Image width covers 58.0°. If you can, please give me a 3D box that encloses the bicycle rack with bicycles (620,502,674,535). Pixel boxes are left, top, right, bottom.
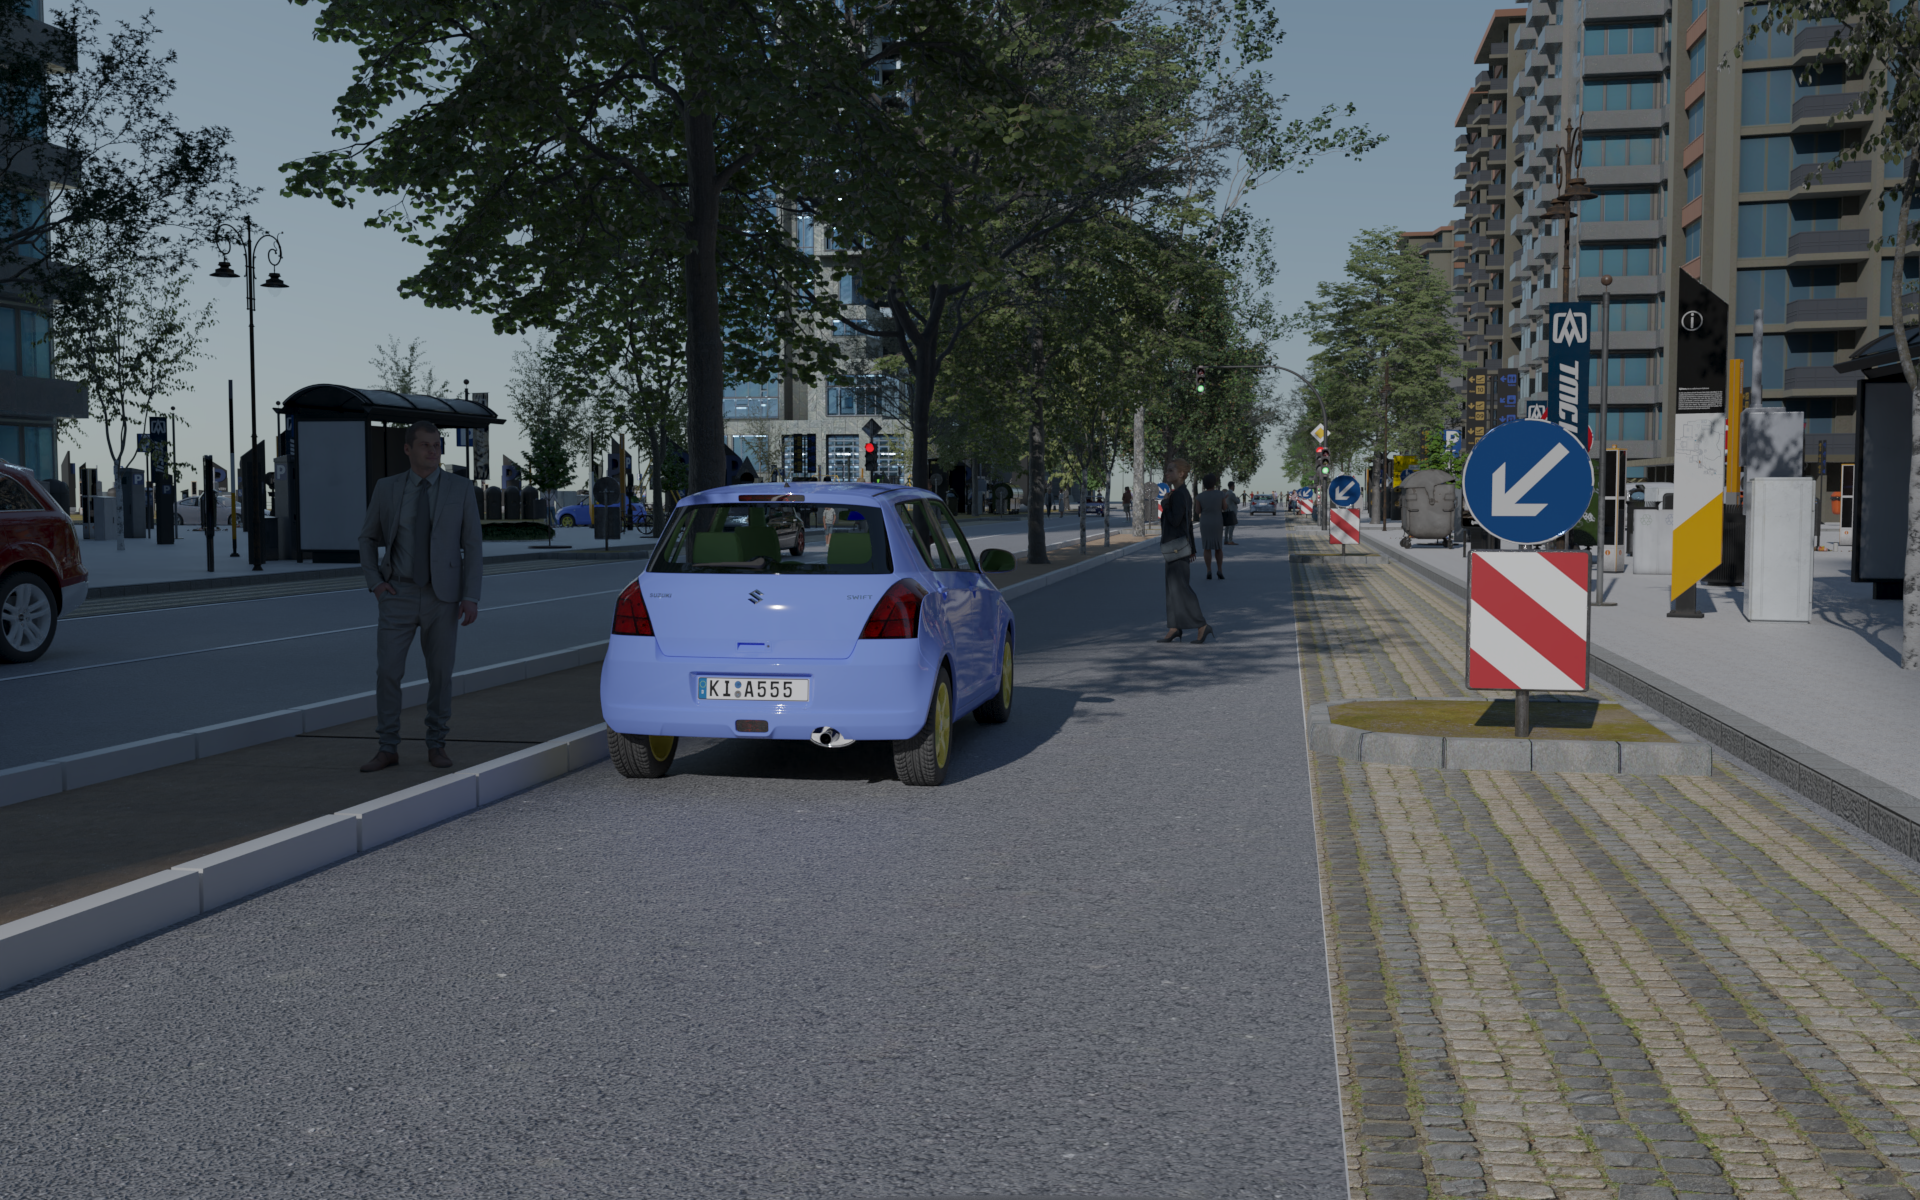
[{"bbox_3d":[-9.508,-2.580,55.567,2.925,0.926,2.852,1,4,14],"label":"bicycle rack with bicycles"}]

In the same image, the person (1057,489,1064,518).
[{"bbox_3d":[6.070,-5.872,105.077,0.524,1.755,0.480,2,4,26],"label":"person"}]

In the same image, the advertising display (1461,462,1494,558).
[{"bbox_3d":[10.363,-1.795,34.570,0.123,1.923,0.974,-1,4,-22],"label":"advertising display"}]

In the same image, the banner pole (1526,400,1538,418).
[{"bbox_3d":[13.681,-3.097,40.650,0.863,3.779,0.401,1,4,16],"label":"banner pole"}]

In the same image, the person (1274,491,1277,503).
[{"bbox_3d":[40.976,-13.277,225.442,0.709,1.838,0.599,-3,5,-40],"label":"person"}]

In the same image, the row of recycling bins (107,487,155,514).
[{"bbox_3d":[-50.187,-5.972,104.757,1.069,1.692,3.534,1,4,13],"label":"row of recycling bins"}]

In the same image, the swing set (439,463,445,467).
[{"bbox_3d":[-26.744,-5.401,85.922,2.862,2.851,3.119,2,4,27],"label":"swing set"}]

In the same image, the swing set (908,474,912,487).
[{"bbox_3d":[-3.110,-9.156,147.315,3.119,2.851,2.862,1,4,16],"label":"swing set"}]

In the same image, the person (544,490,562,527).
[{"bbox_3d":[-16.096,-3.637,68.639,0.598,1.740,0.731,3,5,43],"label":"person"}]

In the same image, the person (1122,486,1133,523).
[{"bbox_3d":[8.441,-4.824,87.352,0.573,1.828,0.580,0,4,4],"label":"person"}]

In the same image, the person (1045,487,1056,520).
[{"bbox_3d":[5.067,-5.410,97.130,0.709,1.800,0.728,-1,4,-14],"label":"person"}]

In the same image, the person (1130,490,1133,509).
[{"bbox_3d":[15.780,-9.314,160.654,0.709,1.838,0.599,0,4,-1],"label":"person"}]

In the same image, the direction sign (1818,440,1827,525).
[{"bbox_3d":[36.239,-4.945,72.854,0.379,3.537,0.876,0,4,8],"label":"direction sign"}]

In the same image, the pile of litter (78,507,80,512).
[{"bbox_3d":[-61.017,-6.572,121.416,1.176,0.858,1.719,2,4,35],"label":"pile of litter"}]

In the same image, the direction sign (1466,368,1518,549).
[{"bbox_3d":[9.591,-2.403,31.292,0.876,3.537,0.379,1,4,19],"label":"direction sign"}]

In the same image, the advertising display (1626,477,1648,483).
[{"bbox_3d":[26.033,-3.771,66.877,0.974,1.923,0.123,2,4,25],"label":"advertising display"}]

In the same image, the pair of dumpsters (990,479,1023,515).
[{"bbox_3d":[2.905,-6.493,108.646,1.574,2.255,4.437,1,4,10],"label":"pair of dumpsters"}]

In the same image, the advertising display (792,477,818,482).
[{"bbox_3d":[-5.833,-3.667,65.174,0.974,1.923,0.123,0,4,-7],"label":"advertising display"}]

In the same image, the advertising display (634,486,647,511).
[{"bbox_3d":[-24.398,-7.768,132.223,0.974,1.923,0.123,1,4,14],"label":"advertising display"}]

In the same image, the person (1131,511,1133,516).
[{"bbox_3d":[11.876,-6.520,115.326,0.699,1.804,1.509,3,4,39],"label":"person"}]

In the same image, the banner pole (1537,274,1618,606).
[{"bbox_3d":[7.142,-1.827,19.883,0.863,3.779,0.401,1,4,8],"label":"banner pole"}]

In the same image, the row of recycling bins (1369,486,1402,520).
[{"bbox_3d":[22.546,-5.177,91.758,1.069,1.692,3.534,0,4,-1],"label":"row of recycling bins"}]

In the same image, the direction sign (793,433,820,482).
[{"bbox_3d":[-5.788,-4.445,64.668,0.876,3.537,0.379,1,4,10],"label":"direction sign"}]

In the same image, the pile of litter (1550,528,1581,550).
[{"bbox_3d":[10.085,-0.970,29.823,1.719,0.858,1.176,-3,4,-38],"label":"pile of litter"}]

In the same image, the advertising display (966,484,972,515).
[{"bbox_3d":[0.571,-6.254,107.460,0.123,1.923,0.974,1,4,18],"label":"advertising display"}]

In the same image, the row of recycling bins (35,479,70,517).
[{"bbox_3d":[-24.534,-2.335,45.295,1.069,1.692,3.534,0,4,2],"label":"row of recycling bins"}]

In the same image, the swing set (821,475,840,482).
[{"bbox_3d":[-11.269,-8.933,143.679,2.862,2.851,3.119,3,4,37],"label":"swing set"}]

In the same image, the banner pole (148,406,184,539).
[{"bbox_3d":[-22.582,-3.623,49.249,0.863,3.779,0.401,-1,4,-23],"label":"banner pole"}]

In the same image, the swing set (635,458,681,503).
[{"bbox_3d":[-13.392,-4.836,76.696,2.862,2.851,3.119,0,4,-4],"label":"swing set"}]

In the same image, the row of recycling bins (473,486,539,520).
[{"bbox_3d":[-22.937,-4.886,86.994,3.534,1.692,1.069,-2,4,-26],"label":"row of recycling bins"}]

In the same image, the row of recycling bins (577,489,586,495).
[{"bbox_3d":[-33.137,-8.865,152.058,1.069,1.692,3.534,-1,4,-19],"label":"row of recycling bins"}]

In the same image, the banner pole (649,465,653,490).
[{"bbox_3d":[-22.991,-8.560,129.972,0.401,3.779,0.863,3,5,44],"label":"banner pole"}]

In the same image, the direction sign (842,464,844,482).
[{"bbox_3d":[-8.732,-8.405,129.419,0.379,3.537,0.876,-1,4,-8],"label":"direction sign"}]

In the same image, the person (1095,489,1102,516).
[{"bbox_3d":[9.192,-6.474,114.898,0.519,1.759,0.362,-3,5,-42],"label":"person"}]

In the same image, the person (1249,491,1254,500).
[{"bbox_3d":[38.899,-13.587,230.587,1.348,1.831,0.705,-3,4,-37],"label":"person"}]

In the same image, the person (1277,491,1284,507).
[{"bbox_3d":[36.330,-11.407,195.726,1.217,1.735,0.721,-1,4,-13],"label":"person"}]

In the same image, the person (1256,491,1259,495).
[{"bbox_3d":[30.560,-10.288,177.433,1.217,1.743,0.721,-1,4,-15],"label":"person"}]

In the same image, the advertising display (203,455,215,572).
[{"bbox_3d":[-12.501,-1.444,28.829,0.123,1.923,0.974,-2,4,-25],"label":"advertising display"}]

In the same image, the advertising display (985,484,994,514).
[{"bbox_3d":[2.027,-6.603,113.167,0.974,1.923,0.123,0,4,1],"label":"advertising display"}]

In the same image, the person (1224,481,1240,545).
[{"bbox_3d":[7.717,-2.462,48.932,0.466,1.800,0.511,-2,4,-29],"label":"person"}]

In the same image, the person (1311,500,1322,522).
[{"bbox_3d":[18.458,-4.594,89.114,0.738,1.151,1.012,2,4,24],"label":"person"}]

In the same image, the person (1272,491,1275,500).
[{"bbox_3d":[30.728,-9.893,170.776,0.750,1.759,0.617,1,4,17],"label":"person"}]

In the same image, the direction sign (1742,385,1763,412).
[{"bbox_3d":[16.633,-2.720,36.465,0.379,3.537,0.876,0,4,0],"label":"direction sign"}]

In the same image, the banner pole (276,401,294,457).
[{"bbox_3d":[-18.078,-3.464,46.656,0.863,3.779,0.401,-2,4,-29],"label":"banner pole"}]

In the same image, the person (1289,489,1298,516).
[{"bbox_3d":[22.217,-6.490,115.203,0.643,1.750,0.593,-3,5,-43],"label":"person"}]

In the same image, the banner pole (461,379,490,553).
[{"bbox_3d":[-10.529,-2.914,37.656,0.863,3.779,0.401,2,4,28],"label":"banner pole"}]

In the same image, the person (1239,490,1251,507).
[{"bbox_3d":[30.459,-10.844,185.424,1.348,1.869,0.705,-1,4,-8],"label":"person"}]

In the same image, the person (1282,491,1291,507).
[{"bbox_3d":[32.211,-9.848,170.233,1.217,1.735,0.721,0,4,1],"label":"person"}]

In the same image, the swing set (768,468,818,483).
[{"bbox_3d":[-10.583,-6.554,104.776,2.862,2.851,3.119,1,4,16],"label":"swing set"}]

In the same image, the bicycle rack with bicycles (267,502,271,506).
[{"bbox_3d":[-58.517,-7.989,143.998,2.925,0.926,2.852,3,5,41],"label":"bicycle rack with bicycles"}]

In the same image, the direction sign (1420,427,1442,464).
[{"bbox_3d":[16.002,-4.082,58.741,0.876,3.537,0.379,-1,4,-13],"label":"direction sign"}]

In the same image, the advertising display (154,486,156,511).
[{"bbox_3d":[-62.258,-7.855,133.634,0.123,1.923,0.974,0,4,8],"label":"advertising display"}]

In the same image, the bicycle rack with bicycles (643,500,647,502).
[{"bbox_3d":[-20.351,-6.145,113.848,2.925,0.926,2.852,-1,4,-13],"label":"bicycle rack with bicycles"}]
